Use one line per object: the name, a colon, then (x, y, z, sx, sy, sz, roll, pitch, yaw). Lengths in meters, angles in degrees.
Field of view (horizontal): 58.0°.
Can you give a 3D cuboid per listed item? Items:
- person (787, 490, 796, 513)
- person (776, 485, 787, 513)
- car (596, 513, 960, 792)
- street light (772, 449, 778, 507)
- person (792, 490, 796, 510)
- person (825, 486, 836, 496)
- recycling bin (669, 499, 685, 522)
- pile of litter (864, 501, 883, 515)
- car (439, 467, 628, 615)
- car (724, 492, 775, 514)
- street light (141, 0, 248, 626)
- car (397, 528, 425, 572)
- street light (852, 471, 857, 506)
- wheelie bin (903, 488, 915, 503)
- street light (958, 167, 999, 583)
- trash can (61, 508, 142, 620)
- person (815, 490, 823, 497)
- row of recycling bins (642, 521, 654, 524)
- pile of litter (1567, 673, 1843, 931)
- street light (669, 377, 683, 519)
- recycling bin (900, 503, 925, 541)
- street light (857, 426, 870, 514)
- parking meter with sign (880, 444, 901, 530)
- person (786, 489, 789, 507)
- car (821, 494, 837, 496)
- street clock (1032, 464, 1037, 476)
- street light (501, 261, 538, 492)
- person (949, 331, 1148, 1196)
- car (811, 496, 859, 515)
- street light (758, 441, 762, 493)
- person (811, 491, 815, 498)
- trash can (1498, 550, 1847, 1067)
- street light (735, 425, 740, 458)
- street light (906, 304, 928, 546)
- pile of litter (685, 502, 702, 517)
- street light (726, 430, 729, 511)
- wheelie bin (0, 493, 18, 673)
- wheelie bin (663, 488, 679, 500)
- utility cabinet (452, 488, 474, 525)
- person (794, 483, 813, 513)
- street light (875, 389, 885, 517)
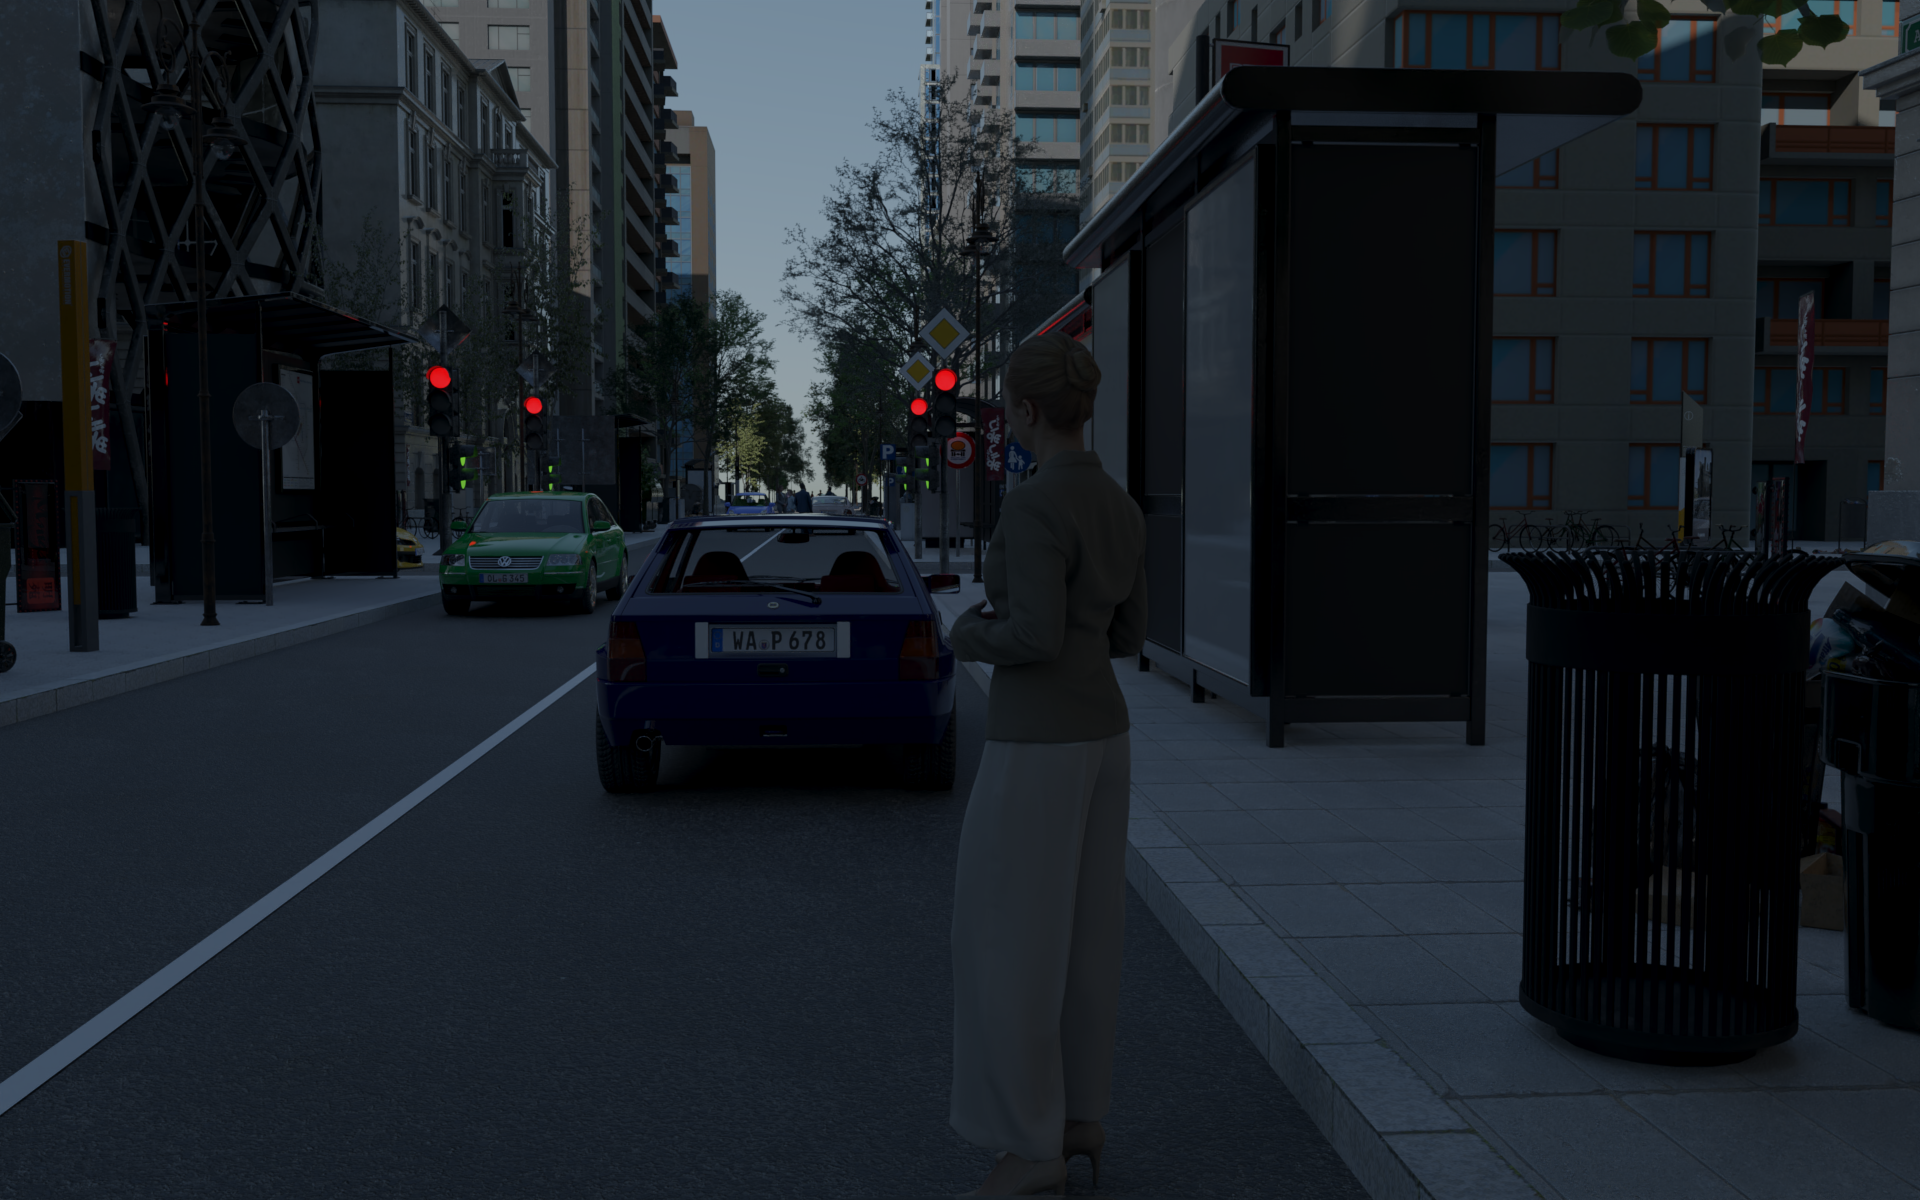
person: (-6.409, -3.384, 65.637, 0.330, 1.601, 0.589, -2, 4, -27)
person: (-7.007, -3.683, 68.996, 0.573, 1.790, 0.520, 2, 4, 28)
car: (-0.943, 0.176, 9.698, 1.945, 1.354, 3.894, 0, 4, -3)
street light: (-19.201, -12.518, 177.458, 0.468, 5.910, 1.993, 0, 4, -4)
person: (-15.363, -9.294, 160.460, 1.348, 1.823, 0.705, -3, 5, -40)
person: (-6.745, -4.939, 89.244, 0.794, 1.824, 0.713, 1, 4, 13)
recycling bin: (-14.534, -4.675, 88.995, 0.722, 1.027, 0.722, -1, 4, -9)
pile of litter: (-5.067, -5.596, 105.464, 1.719, 0.858, 1.176, -1, 4, -17)
car: (-5.338, -0.810, 22.035, 1.959, 1.807, 4.718, 0, 4, -3)
car: (-8.045, -3.485, 66.577, 1.945, 1.707, 3.694, 0, 4, -3)
street light: (-7.330, -2.689, 16.753, 0.468, 5.910, 1.993, 0, 4, -4)
car: (-11.124, -1.162, 29.224, 3.980, 1.641, 2.015, 0, 4, -3)
street light: (-8.955, -10.875, 150.588, 0.468, 5.910, 1.993, 0, 4, -4)
wheelie bin: (-1.718, -3.514, 65.356, 0.980, 1.594, 0.693, -2, 4, -33)
street light: (0.259, -3.188, 24.915, 0.468, 5.910, 1.993, 0, 4, -4)
trash can: (-8.842, -0.381, 17.881, 0.748, 1.137, 0.748, 0, 3, 0)
person: (-12.084, -8.648, 149.914, 1.348, 1.822, 0.705, -1, 4, -17)
row of recycling bins: (-13.935, -4.211, 75.960, 1.069, 1.692, 3.534, 0, 4, -3)
pile of litter: (2.757, 0.517, 5.517, 1.719, 0.858, 1.176, 0, 4, 2)
street light: (-11.177, -5.840, 68.266, 0.468, 5.910, 1.993, 0, 4, -4)
recycling bin: (-1.204, -2.148, 47.674, 0.722, 1.027, 0.722, 1, 4, 14)
street light: (-6.552, -8.860, 117.655, 0.468, 5.910, 1.993, 0, 4, -4)
parking meter with sign: (-2.369, -3.979, 61.314, 0.543, 3.016, 1.738, 1, 4, 10)
person: (-14.479, -8.472, 146.892, 0.599, 1.838, 0.709, -2, 4, -24)
car: (-10.311, -7.612, 136.258, 2.131, 1.459, 4.920, 0, 4, -3)
street clock: (1.964, -2.291, 42.027, 0.358, 2.002, 0.471, -2, 4, -32)
street light: (-8.754, -3.779, 34.577, 0.468, 5.910, 1.993, 0, 4, -4)
person: (0.161, 0.334, 3.582, 0.362, 1.759, 0.519, 2, 4, 33)
car: (-4.640, -3.030, 61.897, 2.083, 1.381, 4.827, 0, 4, -3)
street light: (-16.639, -10.449, 143.621, 0.468, 5.910, 1.993, 0, 4, -4)
person: (-18.145, -12.527, 213.255, 0.705, 1.831, 1.348, -2, 4, -28)
trash can: (1.642, 0.464, 4.063, 0.748, 1.137, 0.748, 0, 3, 0)
street light: (-14.225, -8.402, 110.161, 0.468, 5.910, 1.993, 0, 4, -4)
street light: (-1.058, -4.257, 42.389, 0.468, 5.910, 1.993, 0, 4, -4)
pile of litter: (-14.371, -4.928, 94.534, 1.719, 0.858, 1.176, 1, 4, 15)
street light: (-13.612, -7.858, 101.265, 0.468, 5.910, 1.993, 0, 4, -4)
wheelie bin: (-7.194, -0.270, 12.321, 0.980, 1.594, 0.693, 2, 4, 25)
wheelie bin: (-14.530, -4.818, 86.678, 0.980, 1.594, 0.693, 0, 4, 1)
utility cabinet: (-17.304, -3.147, 60.137, 0.318, 1.500, 1.173, -3, 5, -44)
person: (-5.232, -3.034, 58.286, 0.721, 1.800, 0.419, 0, 4, 6)
street light: (-3.481, -6.301, 75.808, 0.468, 5.910, 1.993, 0, 4, -4)
